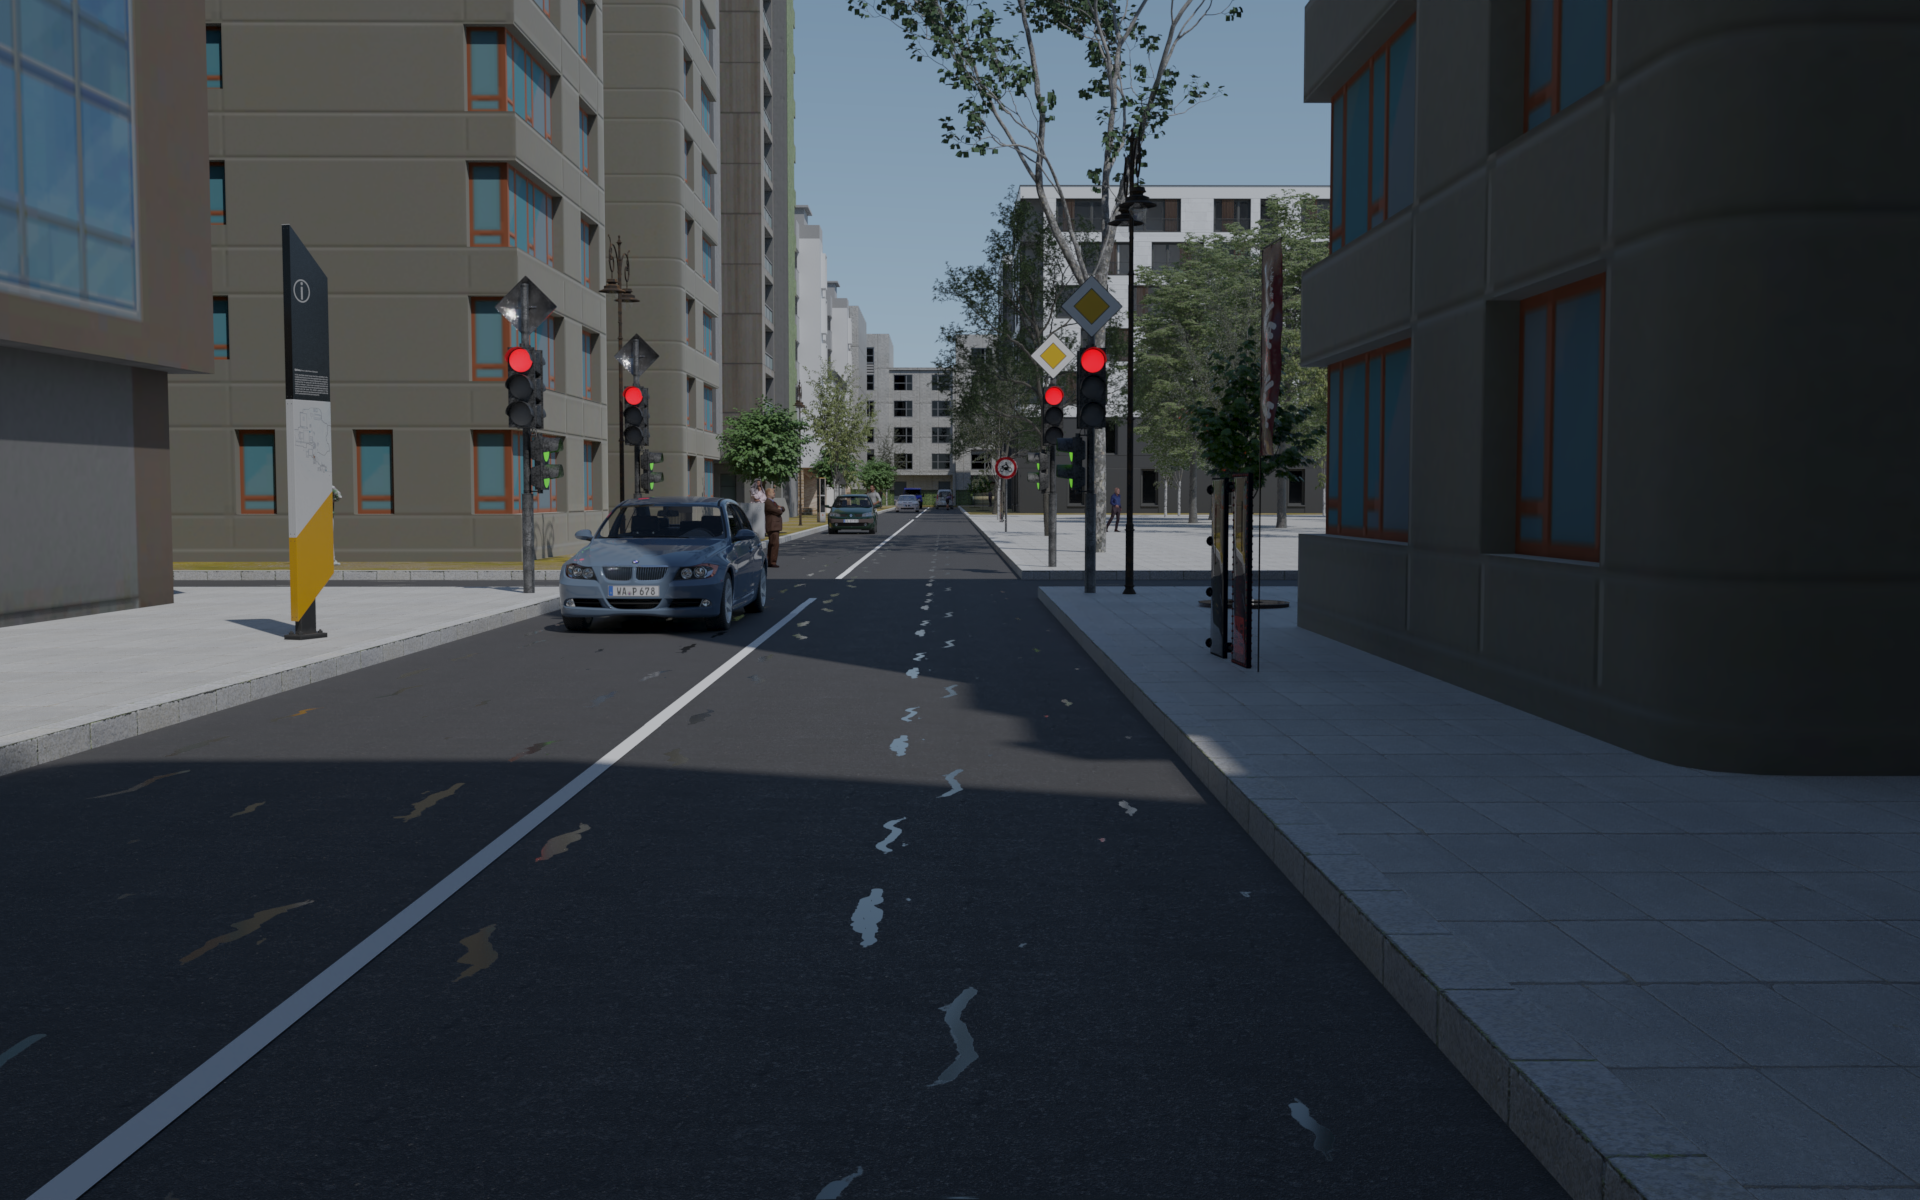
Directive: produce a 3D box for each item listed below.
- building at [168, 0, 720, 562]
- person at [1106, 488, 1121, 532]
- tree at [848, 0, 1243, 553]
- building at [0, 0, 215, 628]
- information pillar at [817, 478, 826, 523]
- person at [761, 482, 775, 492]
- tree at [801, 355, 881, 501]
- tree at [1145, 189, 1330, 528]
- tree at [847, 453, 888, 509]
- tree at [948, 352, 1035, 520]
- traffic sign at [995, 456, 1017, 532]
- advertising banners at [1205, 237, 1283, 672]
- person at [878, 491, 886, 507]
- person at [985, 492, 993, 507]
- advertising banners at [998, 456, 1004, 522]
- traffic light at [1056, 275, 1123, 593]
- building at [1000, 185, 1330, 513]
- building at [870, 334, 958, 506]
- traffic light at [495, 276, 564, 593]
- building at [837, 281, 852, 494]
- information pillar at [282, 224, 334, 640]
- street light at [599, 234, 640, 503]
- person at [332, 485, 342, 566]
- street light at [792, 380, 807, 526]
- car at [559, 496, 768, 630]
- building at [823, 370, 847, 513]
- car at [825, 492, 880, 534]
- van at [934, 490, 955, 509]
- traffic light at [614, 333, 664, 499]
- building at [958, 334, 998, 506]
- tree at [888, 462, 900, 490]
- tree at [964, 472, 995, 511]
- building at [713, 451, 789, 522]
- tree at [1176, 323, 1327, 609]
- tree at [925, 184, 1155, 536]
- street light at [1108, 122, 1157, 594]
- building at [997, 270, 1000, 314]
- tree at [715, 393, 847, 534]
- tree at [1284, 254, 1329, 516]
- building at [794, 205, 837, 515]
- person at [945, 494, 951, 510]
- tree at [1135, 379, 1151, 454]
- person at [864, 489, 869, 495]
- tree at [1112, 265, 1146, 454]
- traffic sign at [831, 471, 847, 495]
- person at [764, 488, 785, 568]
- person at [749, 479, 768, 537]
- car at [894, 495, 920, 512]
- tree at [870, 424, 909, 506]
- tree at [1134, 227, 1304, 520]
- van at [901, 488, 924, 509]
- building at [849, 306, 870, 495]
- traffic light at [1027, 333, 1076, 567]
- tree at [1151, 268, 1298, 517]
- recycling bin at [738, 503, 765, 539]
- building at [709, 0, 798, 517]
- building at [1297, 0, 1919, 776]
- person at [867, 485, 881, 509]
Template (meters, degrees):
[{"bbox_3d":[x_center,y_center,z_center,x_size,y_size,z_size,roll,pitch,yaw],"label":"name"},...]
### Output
[{"bbox_3d":[-22.235,-12.318,46.433,27.650,21.520,28.899,0,4,0],"label":"building"},{"bbox_3d":[5.234,-3.039,58.420,0.574,1.496,0.600,-1,4,-16],"label":"person"},{"bbox_3d":[1.871,-11.170,38.521,12.611,20.169,13.585,0,3,0],"label":"tree"},{"bbox_3d":[-15.875,-22.156,12.360,14.200,45.320,14.600,0,4,0],"label":"building"},{"bbox_3d":[-6.257,-4.501,78.077,0.304,2.012,0.304,-2,4,-32],"label":"information pillar"},{"bbox_3d":[-6.624,-3.191,59.014,0.445,1.727,0.742,2,4,31],"label":"person"},{"bbox_3d":[-6.561,-8.642,91.654,4.737,8.622,4.395,0,3,0],"label":"tree"},{"bbox_3d":[12.466,-8.966,64.719,7.486,12.596,7.792,0,3,0],"label":"tree"},{"bbox_3d":[-7.507,-7.356,103.981,4.285,4.588,4.351,0,3,0],"label":"tree"},{"bbox_3d":[1.736,-8.310,86.230,4.360,8.622,3.978,0,3,0],"label":"tree"},{"bbox_3d":[1.558,-3.581,58.654,0.768,2.556,0.104,0,4,4],"label":"traffic sign"},{"bbox_3d":[2.105,-1.022,12.900,0.090,3.025,2.074,0,4,-4],"label":"advertising banners"},{"bbox_3d":[-7.642,-9.758,165.604,1.348,1.822,0.705,1,4,19],"label":"person"},{"bbox_3d":[2.876,-10.277,174.602,0.750,1.759,0.617,-1,4,-21],"label":"person"},{"bbox_3d":[1.868,-5.088,79.372,0.090,3.025,2.074,0,4,-5],"label":"advertising banners"},{"bbox_3d":[1.673,-2.048,22.403,0.839,4.253,0.868,0,4,0],"label":"traffic light"},{"bbox_3d":[17.762,-17.562,131.115,27.936,21.610,32.646,0,4,0],"label":"building"},{"bbox_3d":[-16.311,-20.365,199.431,31.486,18.905,16.747,0,4,0],"label":"building"},{"bbox_3d":[-5.568,-2.043,22.329,0.839,4.253,0.868,0,4,0],"label":"traffic light"},{"bbox_3d":[-17.398,-18.051,151.549,16.016,20.091,11.380,0,4,0],"label":"building"},{"bbox_3d":[-5.775,-1.467,15.337,0.183,3.616,0.504,1,4,21],"label":"information pillar"},{"bbox_3d":[-6.082,-3.565,31.081,0.468,5.910,1.993,0,4,0],"label":"street light"},{"bbox_3d":[-11.451,-1.484,31.036,0.841,1.734,0.376,0,4,1],"label":"person"},{"bbox_3d":[-6.473,-5.952,70.101,0.468,5.910,1.993,0,4,0],"label":"street light"},{"bbox_3d":[-3.264,-0.474,19.749,2.014,1.417,4.499,0,4,1],"label":"car"},{"bbox_3d":[-13.112,-11.577,131.430,9.099,9.664,28.070,0,4,0],"label":"building"},{"bbox_3d":[-3.909,-3.275,63.333,2.009,1.686,4.222,0,4,-1],"label":"car"},{"bbox_3d":[-1.479,-9.617,164.247,2.013,2.044,4.112,0,4,-2],"label":"van"},{"bbox_3d":[-5.632,-2.532,30.313,0.839,4.253,0.868,0,4,0],"label":"traffic light"},{"bbox_3d":[15.224,-20.421,200.348,31.486,18.905,16.747,0,4,0],"label":"building"},{"bbox_3d":[-7.351,-10.062,148.222,4.285,4.588,4.351,0,3,0],"label":"tree"},{"bbox_3d":[1.657,-8.391,131.790,1.663,3.219,1.824,0,3,0],"label":"tree"},{"bbox_3d":[-24.089,-23.314,73.072,32.217,40.220,23.993,0,4,0],"label":"building"},{"bbox_3d":[3.382,-1.535,19.699,1.663,3.219,1.824,0,3,0],"label":"tree"},{"bbox_3d":[2.376,-7.235,52.699,7.601,10.594,8.767,0,4,6],"label":"tree"},{"bbox_3d":[2.173,-3.013,22.043,0.468,5.910,1.993,0,4,0],"label":"street light"},{"bbox_3d":[17.412,-19.555,163.698,27.936,21.610,32.646,0,4,0],"label":"building"},{"bbox_3d":[-6.306,-4.454,56.536,4.285,4.588,4.351,0,3,0],"label":"tree"},{"bbox_3d":[11.511,-6.069,49.592,4.737,8.622,4.395,0,3,0],"label":"tree"},{"bbox_3d":[-16.489,-15.595,111.394,16.016,20.091,11.380,0,4,0],"label":"building"},{"bbox_3d":[-1.004,-8.601,152.360,0.421,1.427,0.697,3,4,36],"label":"person"},{"bbox_3d":[11.584,-8.869,95.363,4.360,8.622,3.978,0,3,0],"label":"tree"},{"bbox_3d":[-7.675,-8.424,144.494,1.217,1.735,0.721,0,4,4],"label":"person"},{"bbox_3d":[10.344,-9.598,75.057,7.486,12.596,7.792,0,3,0],"label":"tree"},{"bbox_3d":[-6.597,-5.783,94.551,0.884,2.594,0.081,0,4,0],"label":"traffic sign"},{"bbox_3d":[-3.625,-1.412,33.863,0.388,1.546,0.482,0,4,7],"label":"person"},{"bbox_3d":[-6.075,-2.772,52.033,0.621,1.740,0.551,2,4,29],"label":"person"},{"bbox_3d":[-4.184,-7.645,137.361,2.083,1.381,4.827,0,4,-2],"label":"car"},{"bbox_3d":[-7.654,-14.244,183.253,4.360,8.622,3.978,0,3,0],"label":"tree"},{"bbox_3d":[12.474,-10.877,84.494,9.857,13.997,8.962,0,3,0],"label":"tree"},{"bbox_3d":[-4.640,-10.107,169.639,2.240,2.365,5.245,0,4,-2],"label":"van"},{"bbox_3d":[-25.329,-18.625,170.969,31.486,18.905,16.747,0,4,0],"label":"building"},{"bbox_3d":[1.609,-2.536,30.388,0.839,4.253,0.868,0,4,0],"label":"traffic light"},{"bbox_3d":[8.836,-6.440,55.654,4.360,8.622,3.978,0,3,0],"label":"tree"},{"bbox_3d":[-5.956,-2.240,49.178,0.722,1.027,0.722,-1,4,-16],"label":"recycling bin"},{"bbox_3d":[-16.350,-24.986,92.108,14.154,41.232,14.086,0,4,0],"label":"building"},{"bbox_3d":[17.215,-9.591,1.850,27.650,21.520,28.899,0,4,0],"label":"building"},{"bbox_3d":[-3.630,-3.771,70.302,0.875,1.805,0.789,2,4,24],"label":"person"}]
